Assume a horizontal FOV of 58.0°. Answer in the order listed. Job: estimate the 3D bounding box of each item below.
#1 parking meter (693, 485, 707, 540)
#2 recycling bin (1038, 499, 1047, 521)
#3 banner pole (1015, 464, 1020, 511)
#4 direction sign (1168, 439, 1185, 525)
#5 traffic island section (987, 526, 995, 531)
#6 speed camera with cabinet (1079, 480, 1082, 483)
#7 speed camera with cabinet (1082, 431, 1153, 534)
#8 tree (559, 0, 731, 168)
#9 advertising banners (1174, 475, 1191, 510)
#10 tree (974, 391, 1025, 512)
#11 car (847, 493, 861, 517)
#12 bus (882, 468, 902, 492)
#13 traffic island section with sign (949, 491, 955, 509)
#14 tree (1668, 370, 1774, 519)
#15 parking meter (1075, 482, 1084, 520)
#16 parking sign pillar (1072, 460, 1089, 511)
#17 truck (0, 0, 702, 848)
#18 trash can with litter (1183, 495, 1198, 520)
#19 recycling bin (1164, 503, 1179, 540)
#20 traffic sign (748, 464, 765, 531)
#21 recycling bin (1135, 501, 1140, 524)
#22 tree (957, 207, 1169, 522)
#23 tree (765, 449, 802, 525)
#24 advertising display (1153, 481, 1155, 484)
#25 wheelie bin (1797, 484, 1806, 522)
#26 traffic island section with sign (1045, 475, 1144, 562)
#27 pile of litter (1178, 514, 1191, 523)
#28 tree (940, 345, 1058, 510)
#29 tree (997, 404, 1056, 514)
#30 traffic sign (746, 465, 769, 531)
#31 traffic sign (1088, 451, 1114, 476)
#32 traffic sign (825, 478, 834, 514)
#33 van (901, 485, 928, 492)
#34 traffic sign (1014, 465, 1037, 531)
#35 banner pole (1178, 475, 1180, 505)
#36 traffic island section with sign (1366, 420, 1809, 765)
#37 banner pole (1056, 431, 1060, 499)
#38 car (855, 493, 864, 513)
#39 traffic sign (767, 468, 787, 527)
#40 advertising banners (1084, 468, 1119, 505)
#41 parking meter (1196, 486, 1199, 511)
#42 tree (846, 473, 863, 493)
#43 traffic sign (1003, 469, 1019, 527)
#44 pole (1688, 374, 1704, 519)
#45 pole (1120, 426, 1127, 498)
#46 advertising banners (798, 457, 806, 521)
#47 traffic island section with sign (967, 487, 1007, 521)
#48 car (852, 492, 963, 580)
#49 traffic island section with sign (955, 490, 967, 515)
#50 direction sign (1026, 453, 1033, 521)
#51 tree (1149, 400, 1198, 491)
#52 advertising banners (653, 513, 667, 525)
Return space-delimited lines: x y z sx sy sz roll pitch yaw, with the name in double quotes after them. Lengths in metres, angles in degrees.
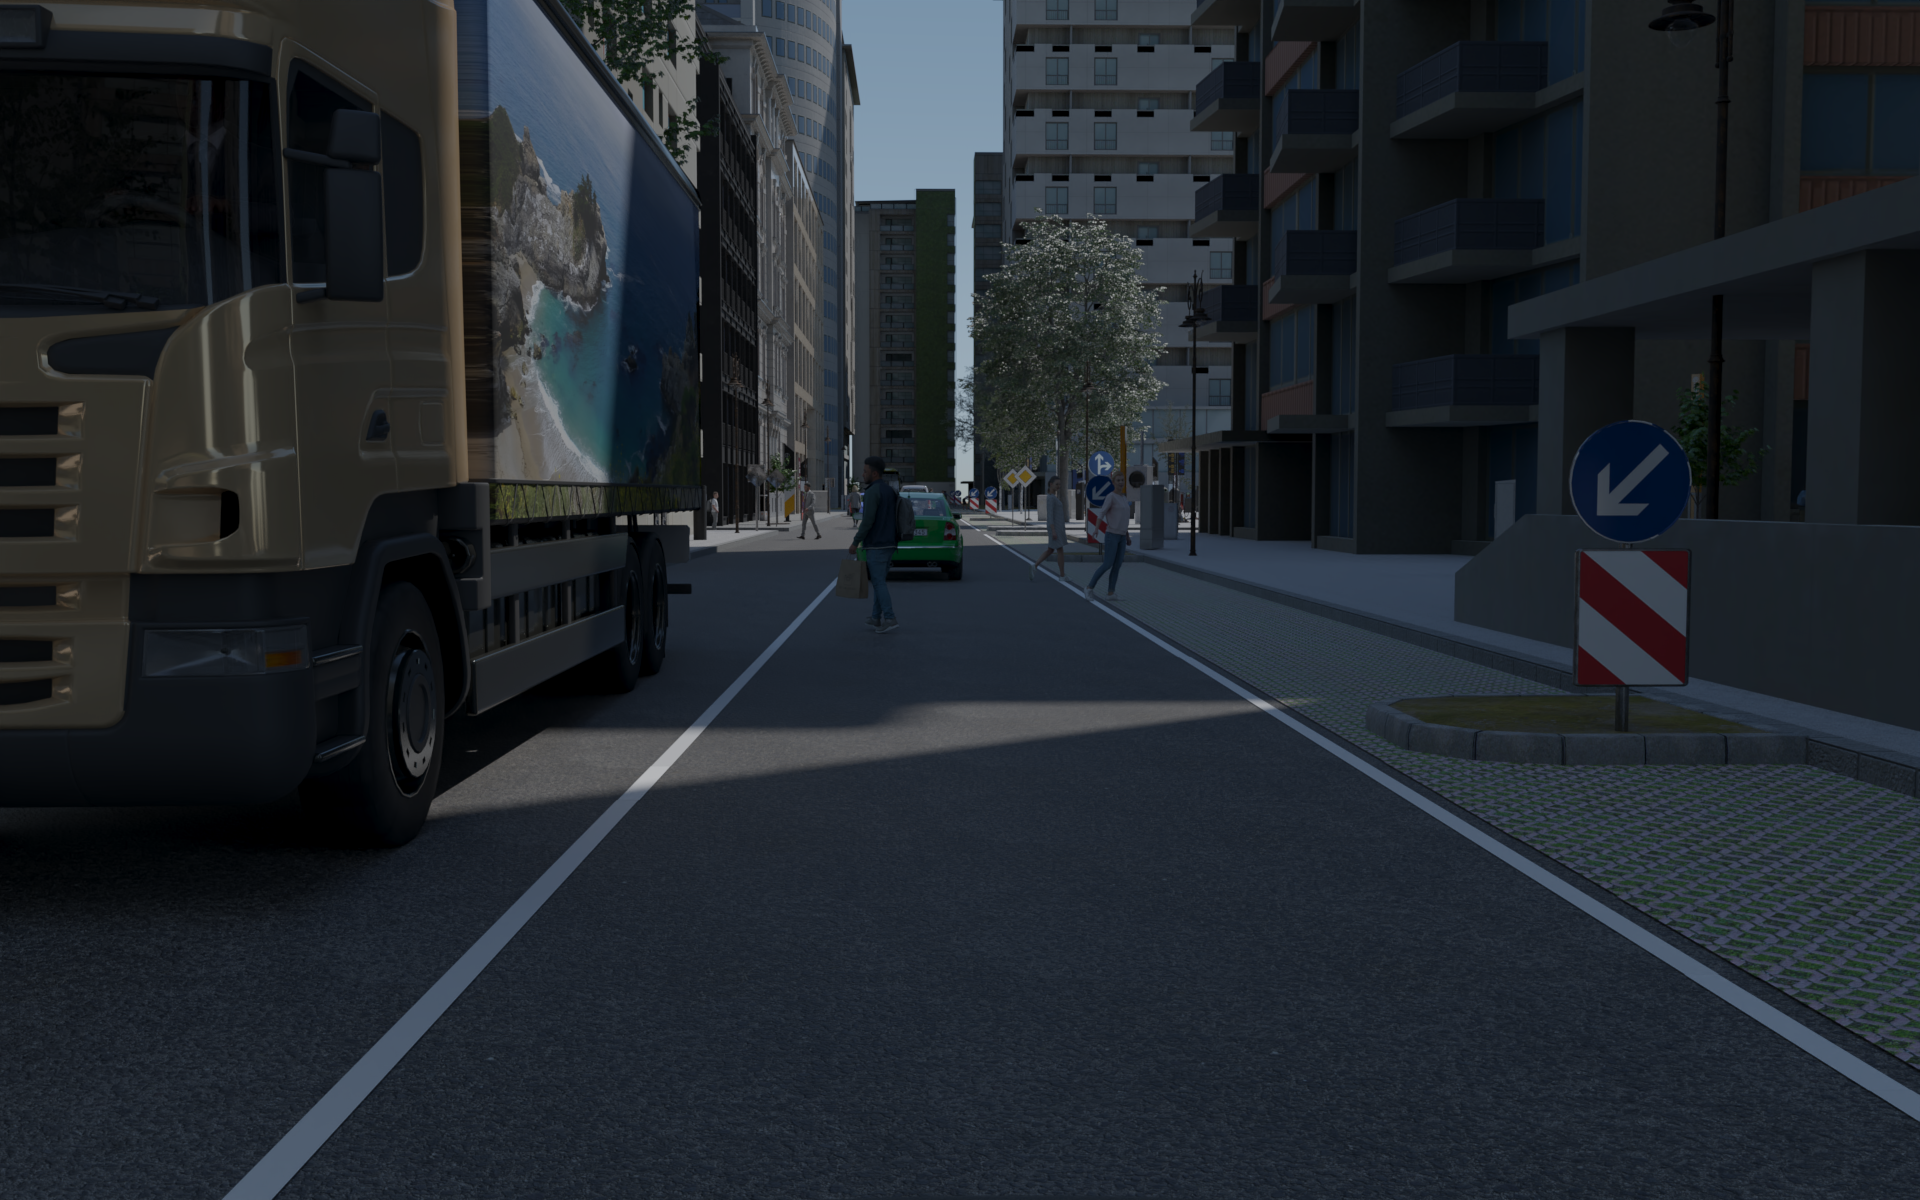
-7.261 -2.442 48.337 0.372 1.533 0.369 0 3 0 "parking meter"
4.113 -4.285 82.614 0.722 1.027 0.722 1 4 11 "recycling bin"
4.310 -8.544 129.718 0.401 3.779 0.863 -2 4 -28 "banner pole"
8.949 -4.875 71.702 0.876 3.537 0.379 -2 4 -33 "direction sign"
2.092 -2.795 67.975 2.009 0.180 2.903 0 4 -1 "traffic island section"
7.756 -7.467 116.422 2.038 3.252 0.660 -1 4 -21 "speed camera with cabinet"
5.006 -3.677 54.462 2.038 3.252 0.660 2 4 26 "speed camera with cabinet"
-6.581 -5.813 20.806 9.928 11.665 9.643 0 3 0 "tree"
17.819 -8.745 139.164 2.074 3.025 0.090 -3 4 -38 "advertising banners"
3.105 -10.577 123.289 4.737 8.622 4.395 0 3 0 "tree"
-6.153 -6.266 111.481 2.155 1.783 4.494 0 4 -1 "car"
-7.005 -10.659 165.823 2.896 3.916 12.252 0 4 -2 "bus"
-0.296 -9.852 169.701 1.989 1.847 2.006 0 4 -1 "traffic island section with sign"
11.408 -1.973 26.863 1.663 3.219 1.824 0 3 0 "tree"
5.857 -4.829 84.666 0.399 1.863 0.255 3 4 38 "parking meter"
9.080 -8.704 130.786 1.447 3.967 1.447 0 4 0 "parking sign pillar"
-3.472 -1.313 10.385 2.839 4.237 11.283 0 4 -1 "truck"
11.827 -4.610 86.439 2.233 1.210 1.678 1 4 21 "trash can with litter"
5.797 -2.227 48.963 0.722 1.027 0.722 1 4 10 "recycling bin"
-7.037 -3.531 59.865 0.606 2.300 0.079 0 4 7 "traffic sign"
7.866 -3.726 73.476 0.722 1.027 0.722 -1 4 -13 "recycling bin"
4.767 -10.492 78.196 9.857 13.997 8.962 0 3 0 "tree"
-7.742 -4.802 73.113 1.663 3.219 1.824 0 3 0 "tree"
9.275 -4.866 84.771 0.123 1.923 0.974 2 4 32 "advertising display"
14.506 -1.296 29.092 0.980 1.594 0.693 -1 4 -16 "wheelie bin"
2.828 -1.735 36.991 1.989 1.847 2.006 0 4 -1 "traffic island section with sign"
9.447 -3.878 77.363 1.719 0.858 1.176 2 4 35 "pile of litter"
3.344 -13.895 137.556 12.009 13.543 11.850 0 3 0 "tree"
4.011 -9.849 111.392 4.360 8.622 3.978 0 3 0 "tree"
-6.986 -3.430 59.717 0.795 2.450 0.064 0 4 -1 "traffic sign"
4.162 -3.117 51.077 0.768 2.556 0.104 0 4 3 "traffic sign"
-8.220 -6.553 109.276 0.606 2.300 0.079 0 4 3 "traffic sign"
-2.260 -4.828 85.956 2.013 2.044 4.112 0 4 -1 "van"
2.257 -3.442 59.914 0.795 2.450 0.064 0 4 -1 "traffic sign"
13.773 -7.265 108.802 0.401 3.779 0.863 1 4 17 "banner pole"
3.463 -0.087 10.044 1.989 1.847 2.006 0 4 -1 "traffic island section with sign"
3.844 -4.793 68.379 0.401 3.779 0.863 1 4 12 "banner pole"
-5.239 -5.545 100.254 1.945 1.707 3.694 0 4 -3 "car"
-7.174 -3.918 67.700 0.795 2.450 0.064 0 4 -1 "traffic sign"
8.074 -6.277 98.811 2.074 3.025 0.090 1 4 8 "advertising banners"
16.795 -7.082 121.502 0.399 1.863 0.255 -1 4 -10 "parking meter"
-10.091 -10.318 163.300 1.663 3.219 1.824 0 3 0 "tree"
2.068 -3.930 67.897 0.795 2.450 0.064 0 4 -1 "traffic sign"
12.535 -2.182 29.516 0.158 3.312 0.155 0 3 0 "pole"
4.906 -3.558 52.019 0.158 3.312 0.155 0 3 0 "pole"
-7.631 -5.354 83.729 0.090 3.025 2.074 0 4 5 "advertising banners"
1.515 -5.136 92.596 1.989 1.847 2.006 0 4 -1 "traffic island section with sign"
-0.909 -1.311 30.230 1.959 1.807 4.718 0 4 -3 "car"
0.855 -6.824 120.208 1.989 1.847 2.006 0 4 -1 "traffic island section with sign"
3.337 -5.616 83.822 0.379 3.537 0.876 1 4 18 "direction sign"
16.642 -11.194 133.382 4.360 8.622 3.978 0 3 0 "tree"
-6.895 -2.692 40.208 0.090 3.025 2.074 0 4 3 "advertising banners"
